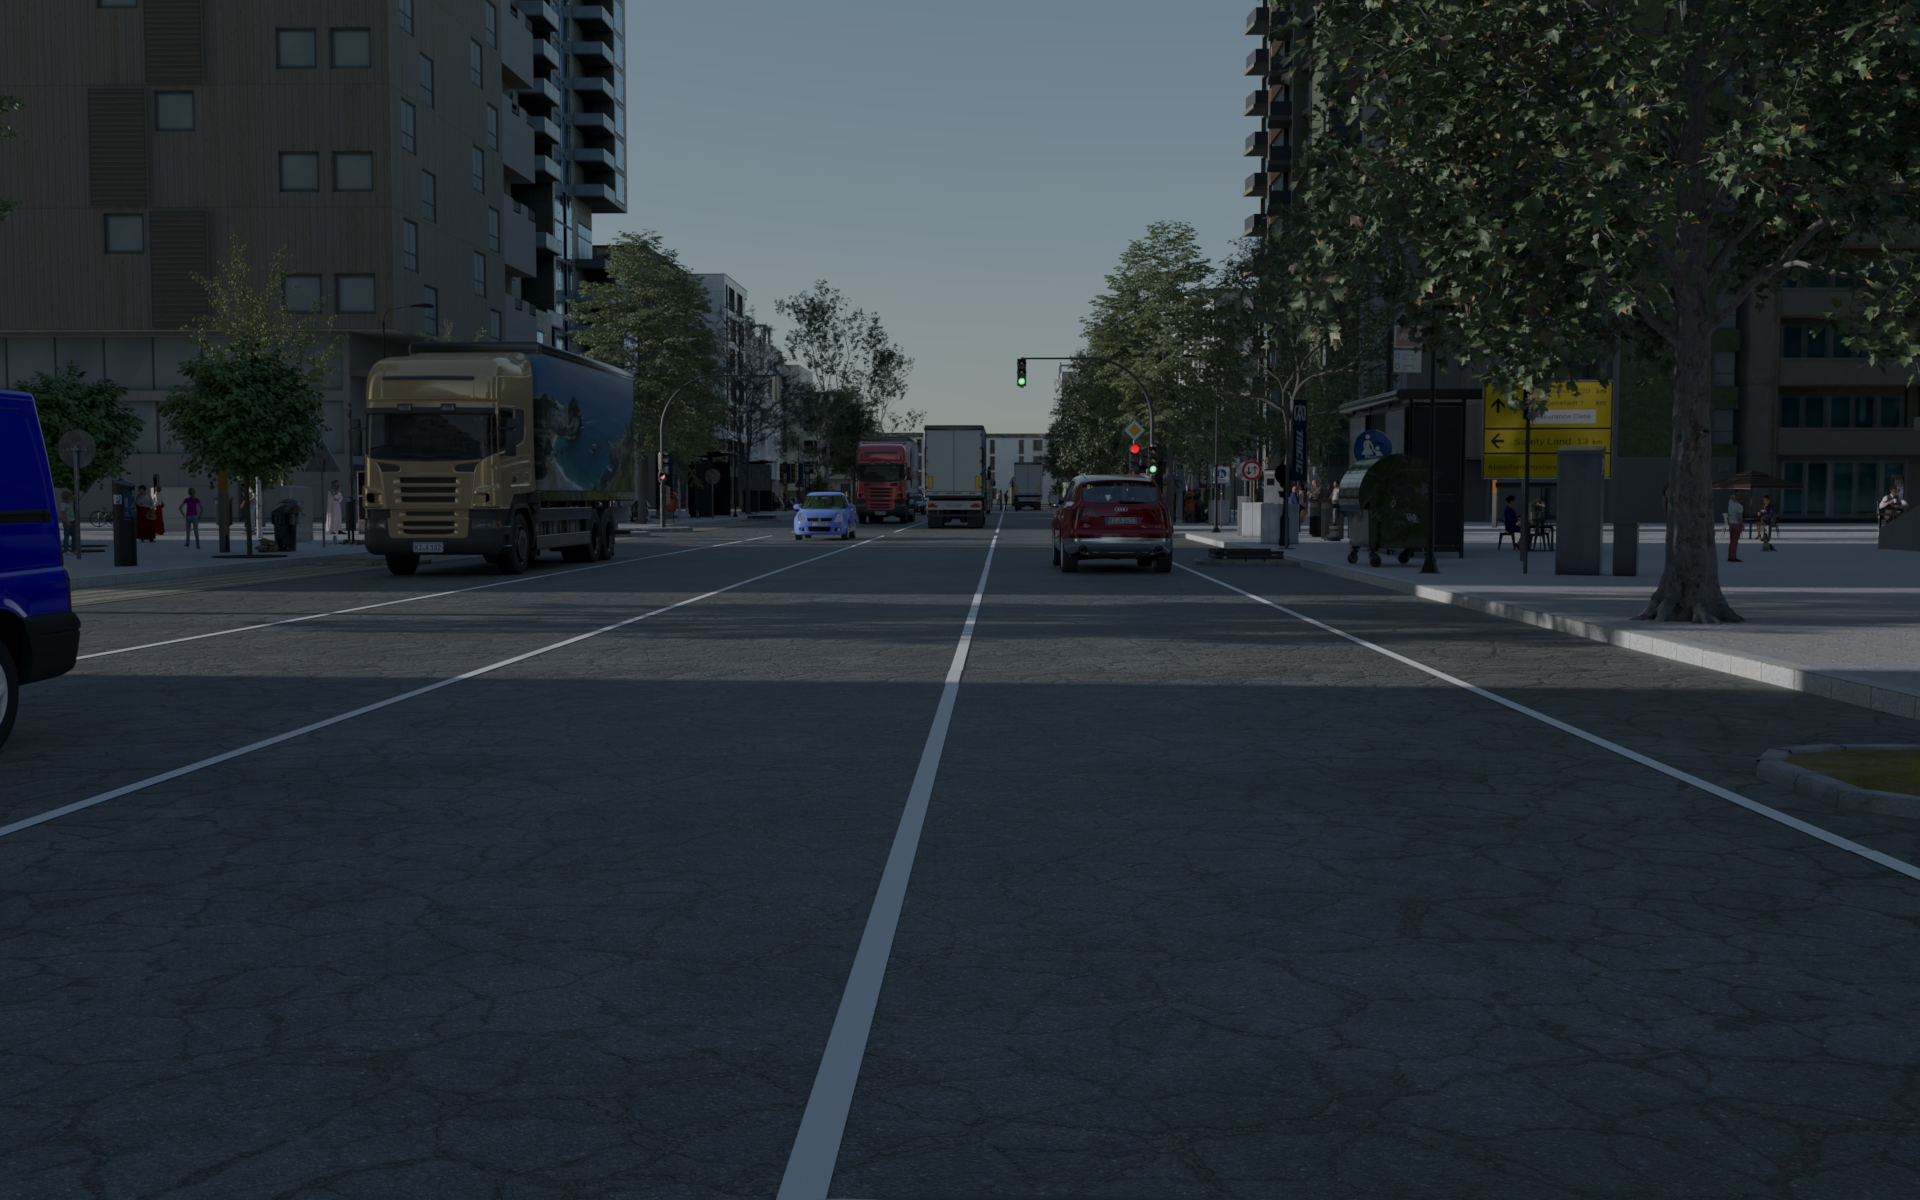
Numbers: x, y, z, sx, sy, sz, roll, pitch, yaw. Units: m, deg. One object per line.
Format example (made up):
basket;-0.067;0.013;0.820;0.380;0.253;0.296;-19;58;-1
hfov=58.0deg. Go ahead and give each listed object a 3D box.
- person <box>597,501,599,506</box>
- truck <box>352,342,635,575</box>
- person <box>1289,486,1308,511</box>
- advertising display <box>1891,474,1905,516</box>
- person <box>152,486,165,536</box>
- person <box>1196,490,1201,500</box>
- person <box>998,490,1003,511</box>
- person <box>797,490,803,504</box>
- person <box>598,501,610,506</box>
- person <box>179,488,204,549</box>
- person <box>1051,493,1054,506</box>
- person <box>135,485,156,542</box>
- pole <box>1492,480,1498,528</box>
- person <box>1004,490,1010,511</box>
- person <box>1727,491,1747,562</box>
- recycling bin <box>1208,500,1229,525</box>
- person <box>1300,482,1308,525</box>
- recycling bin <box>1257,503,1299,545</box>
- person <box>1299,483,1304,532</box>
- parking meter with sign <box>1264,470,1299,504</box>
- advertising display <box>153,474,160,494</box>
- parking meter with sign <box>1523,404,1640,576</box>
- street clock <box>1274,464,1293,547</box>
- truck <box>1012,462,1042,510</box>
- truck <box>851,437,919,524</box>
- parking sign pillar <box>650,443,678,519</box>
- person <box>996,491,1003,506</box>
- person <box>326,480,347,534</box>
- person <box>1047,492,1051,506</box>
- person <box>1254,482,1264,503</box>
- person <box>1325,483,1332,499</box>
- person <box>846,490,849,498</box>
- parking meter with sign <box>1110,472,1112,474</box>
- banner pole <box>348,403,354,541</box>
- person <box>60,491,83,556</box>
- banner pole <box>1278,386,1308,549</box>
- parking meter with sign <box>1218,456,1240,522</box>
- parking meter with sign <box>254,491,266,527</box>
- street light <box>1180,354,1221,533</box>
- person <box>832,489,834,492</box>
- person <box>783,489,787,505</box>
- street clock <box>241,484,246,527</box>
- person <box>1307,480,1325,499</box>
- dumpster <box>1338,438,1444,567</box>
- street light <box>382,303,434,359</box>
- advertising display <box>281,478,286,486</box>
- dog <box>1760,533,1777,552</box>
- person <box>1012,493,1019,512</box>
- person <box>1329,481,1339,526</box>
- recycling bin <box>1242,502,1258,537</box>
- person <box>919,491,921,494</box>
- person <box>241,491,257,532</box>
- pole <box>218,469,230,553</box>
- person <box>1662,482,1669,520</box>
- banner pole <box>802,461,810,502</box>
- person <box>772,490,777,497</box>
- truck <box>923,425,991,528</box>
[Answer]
person;-19.031;-5.033;90.701;0.453;1.535;0.546;0;4;6
truck;-8.850;-2.769;34.179;2.839;4.237;11.283;0;4;2
person;9.236;-2.371;47.502;0.600;1.496;0.574;1;4;8
advertising display;30.310;-3.107;56.011;0.123;1.923;0.974;3;5;44
person;-24.895;-2.766;53.728;0.387;1.526;0.523;-1;4;-11
person;17.209;-7.116;124.593;0.471;1.553;0.569;0;4;-8
person;3.488;-8.613;149.406;0.705;1.814;1.350;0;4;-5
person;-14.039;-8.885;152.777;0.593;1.643;0.415;-1;4;-20
person;-15.174;-3.963;73.531;0.574;1.496;0.600;0;4;-6
person;-17.977;-1.906;40.438;0.726;1.435;0.776;-3;4;-37
person;11.291;-12.441;212.443;0.617;1.759;0.750;0;4;6
person;-21.600;-2.288;45.927;0.523;1.526;0.387;-1;4;-23
pole;20.374;-4.408;65.910;0.158;3.312;0.155;0;3;0
person;4.009;-8.455;147.182;0.568;1.767;0.683;-1;4;-20
person;14.694;-1.397;32.798;0.340;1.345;0.435;-2;4;-27
recycling bin;10.805;-3.654;72.297;0.722;1.027;0.722;0;4;-6
person;14.522;-4.091;73.052;0.434;1.807;0.598;2;4;29
recycling bin;8.210;-1.952;44.471;0.722;1.027;0.722;-2;4;-31
person;11.202;-3.083;57.902;0.566;1.644;0.517;3;5;40
parking meter with sign;10.283;-3.677;56.374;1.738;3.016;0.543;3;5;41
advertising display;-25.936;-3.102;55.939;0.123;1.923;0.974;-1;4;-21
parking meter with sign;9.835;-1.905;27.416;1.738;3.016;0.543;2;4;27
street clock;7.951;-2.314;42.408;0.471;2.002;0.358;3;5;40
truck;6.133;-10.307;157.427;2.839;4.237;11.283;0;4;2
truck;-3.603;-5.990;86.844;2.839;4.237;11.283;0;4;2
parking sign pillar;-15.476;-6.241;90.518;1.447;3.967;1.447;-2;4;-33
person;4.881;-12.523;213.773;0.750;1.759;0.617;-1;4;-13
person;-19.796;-2.947;54.900;0.621;1.740;0.551;-1;4;-9
person;10.593;-12.025;205.829;0.721;1.735;1.217;2;4;24
person;13.026;-4.217;75.116;0.598;1.807;0.434;-1;4;-9
person;16.182;-4.255;76.173;0.434;1.755;0.990;-1;4;-15
person;-13.799;-12.620;212.390;0.705;1.823;1.348;0;4;2
parking meter with sign;11.042;-8.559;136.198;1.738;3.016;0.543;1;4;17
banner pole;-16.625;-3.501;47.254;0.401;3.779;0.863;-1;4;-14
person;-18.590;-1.606;36.217;0.340;1.345;0.435;-1;4;-14
banner pole;7.793;-3.078;40.339;0.863;3.779;0.401;-2;4;-34
parking meter with sign;12.314;-5.174;80.863;0.543;3.016;1.738;-2;4;-29
parking meter with sign;-27.579;-4.393;68.082;0.543;3.016;1.738;-1;4;-22
street light;7.982;-5.197;57.513;1.470;5.913;1.316;0;4;2
person;-12.229;-9.822;166.714;0.705;1.814;1.350;0;4;8
person;-15.389;-8.887;152.142;0.445;1.727;0.742;-1;4;-9
street clock;-27.362;-3.788;66.499;0.471;2.002;0.358;0;4;5
person;11.250;-2.936;54.730;0.600;1.739;0.565;-3;4;-35
dumpster;7.696;-1.742;30.970;1.502;2.255;1.985;0;4;2
street light;-13.467;-4.262;42.229;1.470;5.913;1.316;0;4;2
advertising display;-27.147;-3.936;69.560;0.123;1.923;0.974;-2;4;-26
dog;18.222;-1.296;38.923;0.748;0.427;0.550;-1;4;-16
person;4.501;-7.951;141.195;0.600;1.496;0.574;0;4;7
person;15.108;-3.900;69.959;0.789;1.805;0.875;-2;4;-23
recycling bin;8.893;-2.392;51.670;0.722;1.027;0.722;3;4;37
person;-4.498;-11.150;190.936;0.705;1.807;1.348;-2;4;-30
person;-23.943;-3.188;58.311;0.789;1.805;0.875;-2;4;-34
pole;-16.117;-2.693;37.869;0.158;3.312;0.155;0;3;0
person;14.390;-1.744;34.682;0.434;1.807;0.598;-2;4;-25
banner pole;-11.660;-8.619;130.944;0.863;3.779;0.401;-3;5;-41
person;-19.512;-10.552;179.293;1.217;1.736;0.721;-2;4;-29
truck;-0.098;-5.319;75.880;2.839;4.237;11.283;0;4;2
